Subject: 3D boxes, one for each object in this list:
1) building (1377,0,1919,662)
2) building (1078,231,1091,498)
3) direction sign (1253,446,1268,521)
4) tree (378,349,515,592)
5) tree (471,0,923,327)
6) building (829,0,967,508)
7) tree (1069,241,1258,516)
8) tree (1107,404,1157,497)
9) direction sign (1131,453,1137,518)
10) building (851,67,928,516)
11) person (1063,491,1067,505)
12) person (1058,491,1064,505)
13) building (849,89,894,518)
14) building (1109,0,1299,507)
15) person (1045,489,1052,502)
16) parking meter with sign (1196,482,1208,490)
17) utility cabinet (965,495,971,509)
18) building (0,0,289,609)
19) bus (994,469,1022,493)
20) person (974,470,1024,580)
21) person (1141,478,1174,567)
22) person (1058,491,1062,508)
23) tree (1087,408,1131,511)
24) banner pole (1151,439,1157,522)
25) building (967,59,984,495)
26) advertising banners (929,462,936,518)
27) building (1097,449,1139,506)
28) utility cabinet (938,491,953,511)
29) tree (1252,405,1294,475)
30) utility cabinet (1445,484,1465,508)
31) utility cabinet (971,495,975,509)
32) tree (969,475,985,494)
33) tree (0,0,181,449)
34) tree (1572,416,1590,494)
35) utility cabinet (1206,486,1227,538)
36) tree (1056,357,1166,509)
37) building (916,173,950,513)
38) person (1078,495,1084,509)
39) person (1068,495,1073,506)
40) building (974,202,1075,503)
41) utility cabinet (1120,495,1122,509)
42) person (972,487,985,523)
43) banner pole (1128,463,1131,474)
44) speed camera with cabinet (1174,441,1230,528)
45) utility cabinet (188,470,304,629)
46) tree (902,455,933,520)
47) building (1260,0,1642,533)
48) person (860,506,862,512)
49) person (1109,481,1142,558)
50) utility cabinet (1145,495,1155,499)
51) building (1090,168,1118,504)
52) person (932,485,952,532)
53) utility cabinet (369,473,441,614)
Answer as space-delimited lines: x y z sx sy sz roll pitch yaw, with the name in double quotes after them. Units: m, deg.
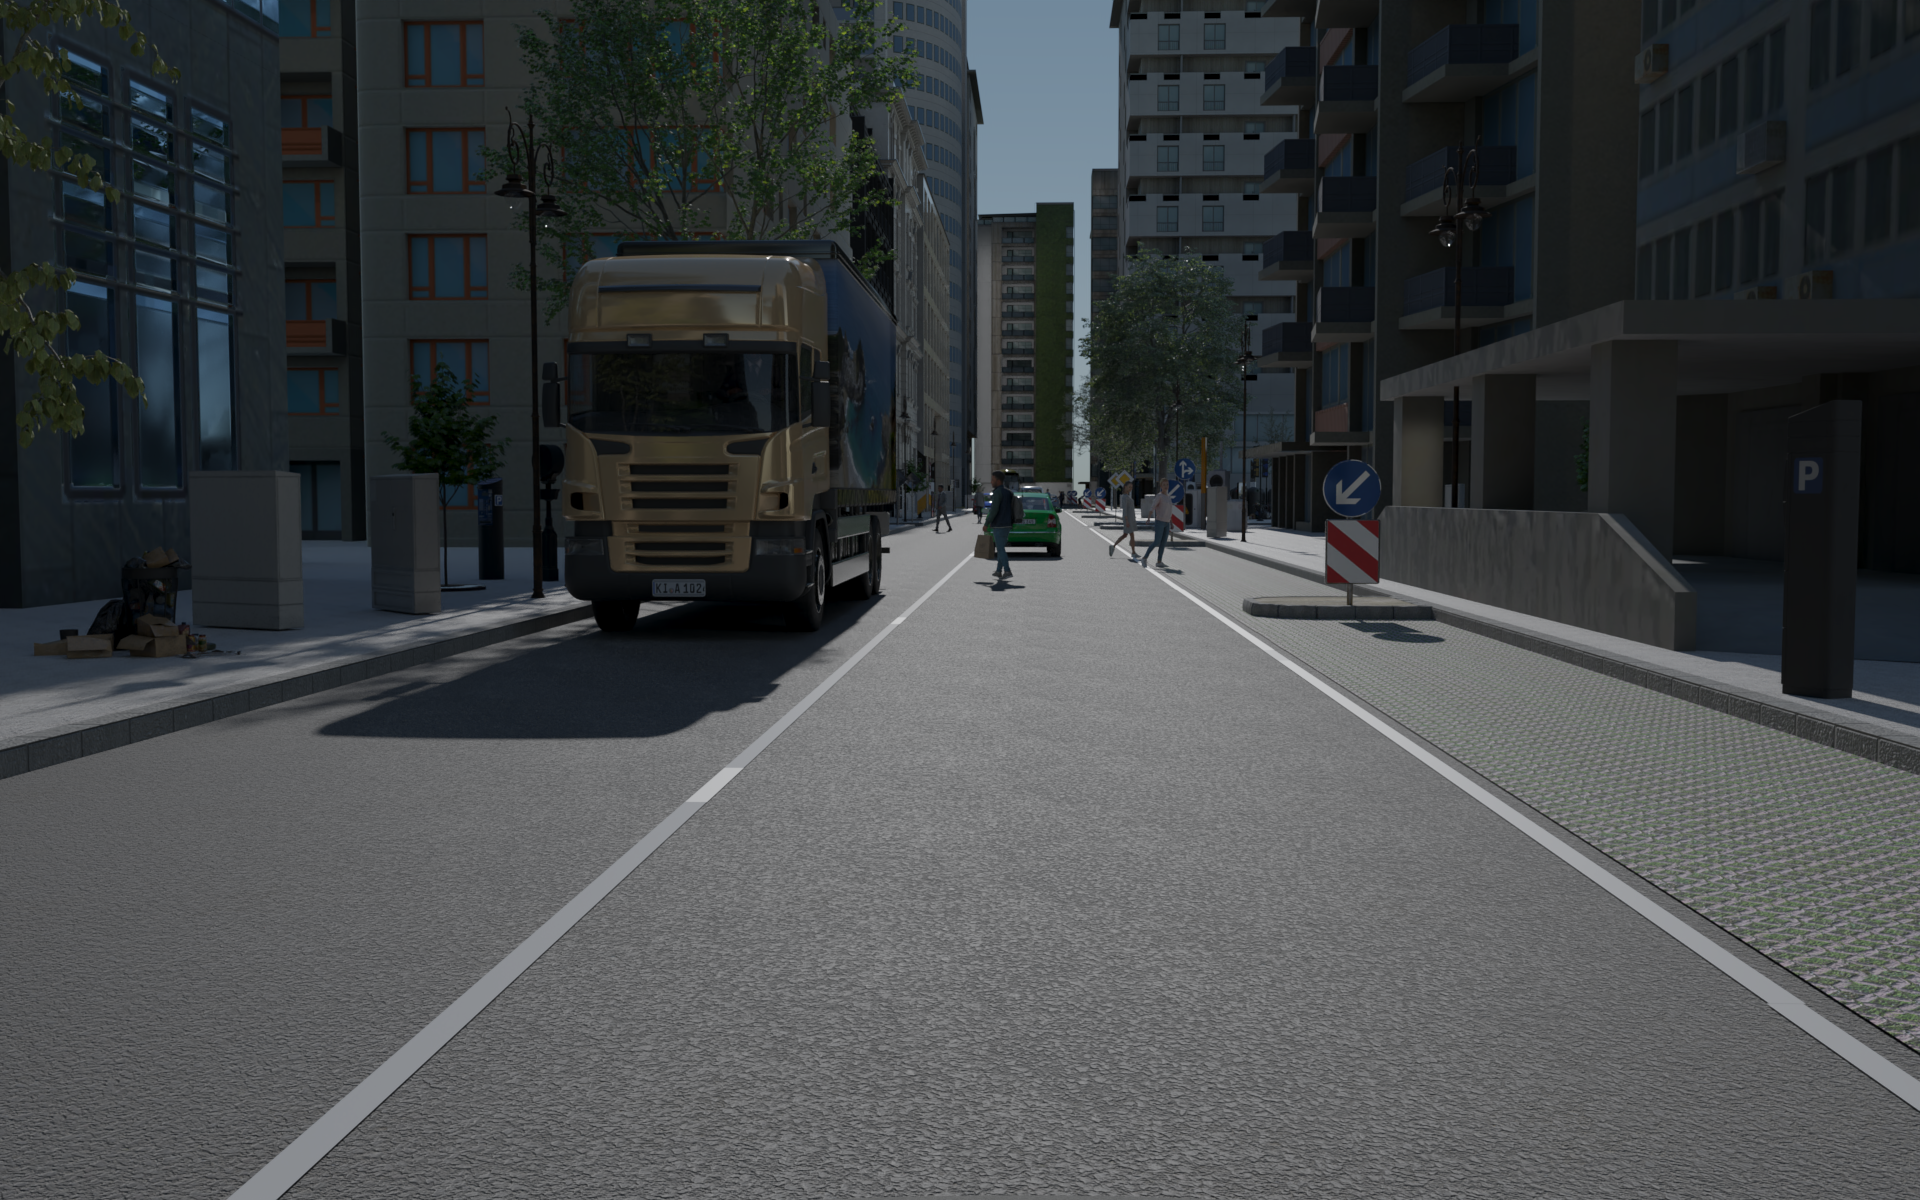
22.237 -20.013 19.090 32.217 40.220 23.993 0 4 3 "building"
31.472 -36.271 247.654 28.867 44.769 22.147 0 4 3 "building"
14.190 -5.491 81.775 0.876 3.537 0.379 -2 4 -29 "direction sign"
-6.959 -1.736 22.991 1.663 3.219 1.824 0 3 0 "tree"
-4.825 -6.503 32.077 9.928 11.665 9.643 0 3 0 "tree"
-10.412 -38.262 167.580 21.231 58.520 28.212 0 4 3 "building"
10.492 -11.125 88.542 9.857 13.997 8.962 0 3 0 "tree"
12.035 -10.480 121.711 4.360 8.622 3.978 0 3 0 "tree"
9.435 -6.254 94.254 0.379 3.537 0.876 1 4 22 "direction sign"
-9.559 -19.567 107.313 14.401 28.519 23.554 0 4 3 "building"
13.527 -13.338 226.560 1.348 1.826 0.705 2 4 23 "person"
12.874 -12.910 219.583 0.705 1.823 1.348 3 4 37 "person"
-10.147 -15.789 87.820 12.332 23.373 15.834 0 4 3 "building"
29.228 -35.354 167.276 28.713 52.752 27.495 0 4 3 "building"
6.472 -7.304 127.943 0.581 1.822 0.654 1 4 11 "person"
15.497 -7.014 110.946 1.738 3.016 0.543 3 5 41 "parking meter with sign"
0.587 -8.603 151.826 0.306 1.237 1.020 0 4 3 "utility cabinet"
-20.033 -42.570 8.690 22.319 86.520 31.000 0 4 3 "building"
4.820 -11.329 176.774 2.896 3.916 12.252 0 4 2 "bus"
0.635 -1.243 28.804 0.794 1.824 0.713 -3 5 -40 "person"
3.794 -1.503 33.742 0.598 1.740 0.731 2 4 29 "person"
9.994 -10.072 173.631 0.568 1.767 0.683 -1 4 -15 "person"
11.959 -11.210 133.642 4.737 8.622 4.395 0 3 0 "tree"
8.867 -5.431 78.813 0.401 3.779 0.863 1 4 16 "banner pole"
-11.255 -38.264 214.847 27.495 52.752 28.713 0 4 3 "building"
-1.514 -6.039 94.922 0.090 3.025 2.074 1 4 9 "advertising banners"
27.320 -53.999 195.556 22.319 86.520 31.000 0 4 3 "building"
-1.072 -7.432 130.188 1.173 1.500 0.318 0 4 6 "utility cabinet"
26.166 -11.768 142.772 4.360 8.622 3.978 0 3 0 "tree"
10.619 -1.747 37.240 0.318 1.500 1.173 1 4 22 "utility cabinet"
1.058 -8.677 153.038 0.306 1.237 1.020 1 4 19 "utility cabinet"
1.566 -11.001 174.471 1.663 3.219 1.824 0 3 0 "tree"
-5.828 -3.604 9.283 4.737 8.622 4.395 0 3 0 "tree"
13.525 -2.585 36.874 1.663 3.219 1.824 0 3 0 "tree"
7.515 -2.571 50.714 0.318 1.500 1.173 2 4 24 "utility cabinet"
13.200 -14.525 147.858 12.009 13.543 11.850 0 3 0 "tree"
-11.309 -20.317 136.703 19.350 26.468 34.151 0 4 3 "building"
11.634 -9.400 165.381 0.799 1.438 0.628 0 4 5 "person"
12.886 -11.518 200.038 0.991 1.433 0.599 2 4 25 "person"
9.030 -34.324 244.787 14.086 41.232 14.154 0 4 3 "building"
14.143 -8.589 151.588 0.306 1.237 1.020 0 4 4 "utility cabinet"
0.885 -4.710 85.698 0.709 1.800 0.728 0 4 -4 "person"
13.598 -9.172 139.972 0.401 3.779 0.863 -2 4 -24 "banner pole"
9.057 -4.313 64.850 2.038 3.252 0.660 2 4 30 "speed camera with cabinet"
-6.794 -0.478 16.502 1.173 1.500 0.318 2 4 27 "utility cabinet"
-2.363 -5.489 84.339 1.663 3.219 1.824 0 3 0 "tree"
21.196 -24.390 53.401 22.147 44.769 28.867 0 4 3 "building"
-4.192 -3.820 73.547 0.523 1.515 0.503 -2 4 -34 "person"
3.738 -1.818 38.968 0.760 1.731 0.466 -1 4 -22 "person"
13.215 -6.647 119.841 0.306 1.237 1.020 -3 4 -37 "utility cabinet"
23.508 -32.786 219.638 14.154 41.232 14.086 0 4 3 "building"
-0.664 -3.475 65.589 0.850 1.792 0.678 -2 4 -34 "person"
-6.028 -0.617 18.767 0.318 1.500 1.173 -3 5 -40 "utility cabinet"
